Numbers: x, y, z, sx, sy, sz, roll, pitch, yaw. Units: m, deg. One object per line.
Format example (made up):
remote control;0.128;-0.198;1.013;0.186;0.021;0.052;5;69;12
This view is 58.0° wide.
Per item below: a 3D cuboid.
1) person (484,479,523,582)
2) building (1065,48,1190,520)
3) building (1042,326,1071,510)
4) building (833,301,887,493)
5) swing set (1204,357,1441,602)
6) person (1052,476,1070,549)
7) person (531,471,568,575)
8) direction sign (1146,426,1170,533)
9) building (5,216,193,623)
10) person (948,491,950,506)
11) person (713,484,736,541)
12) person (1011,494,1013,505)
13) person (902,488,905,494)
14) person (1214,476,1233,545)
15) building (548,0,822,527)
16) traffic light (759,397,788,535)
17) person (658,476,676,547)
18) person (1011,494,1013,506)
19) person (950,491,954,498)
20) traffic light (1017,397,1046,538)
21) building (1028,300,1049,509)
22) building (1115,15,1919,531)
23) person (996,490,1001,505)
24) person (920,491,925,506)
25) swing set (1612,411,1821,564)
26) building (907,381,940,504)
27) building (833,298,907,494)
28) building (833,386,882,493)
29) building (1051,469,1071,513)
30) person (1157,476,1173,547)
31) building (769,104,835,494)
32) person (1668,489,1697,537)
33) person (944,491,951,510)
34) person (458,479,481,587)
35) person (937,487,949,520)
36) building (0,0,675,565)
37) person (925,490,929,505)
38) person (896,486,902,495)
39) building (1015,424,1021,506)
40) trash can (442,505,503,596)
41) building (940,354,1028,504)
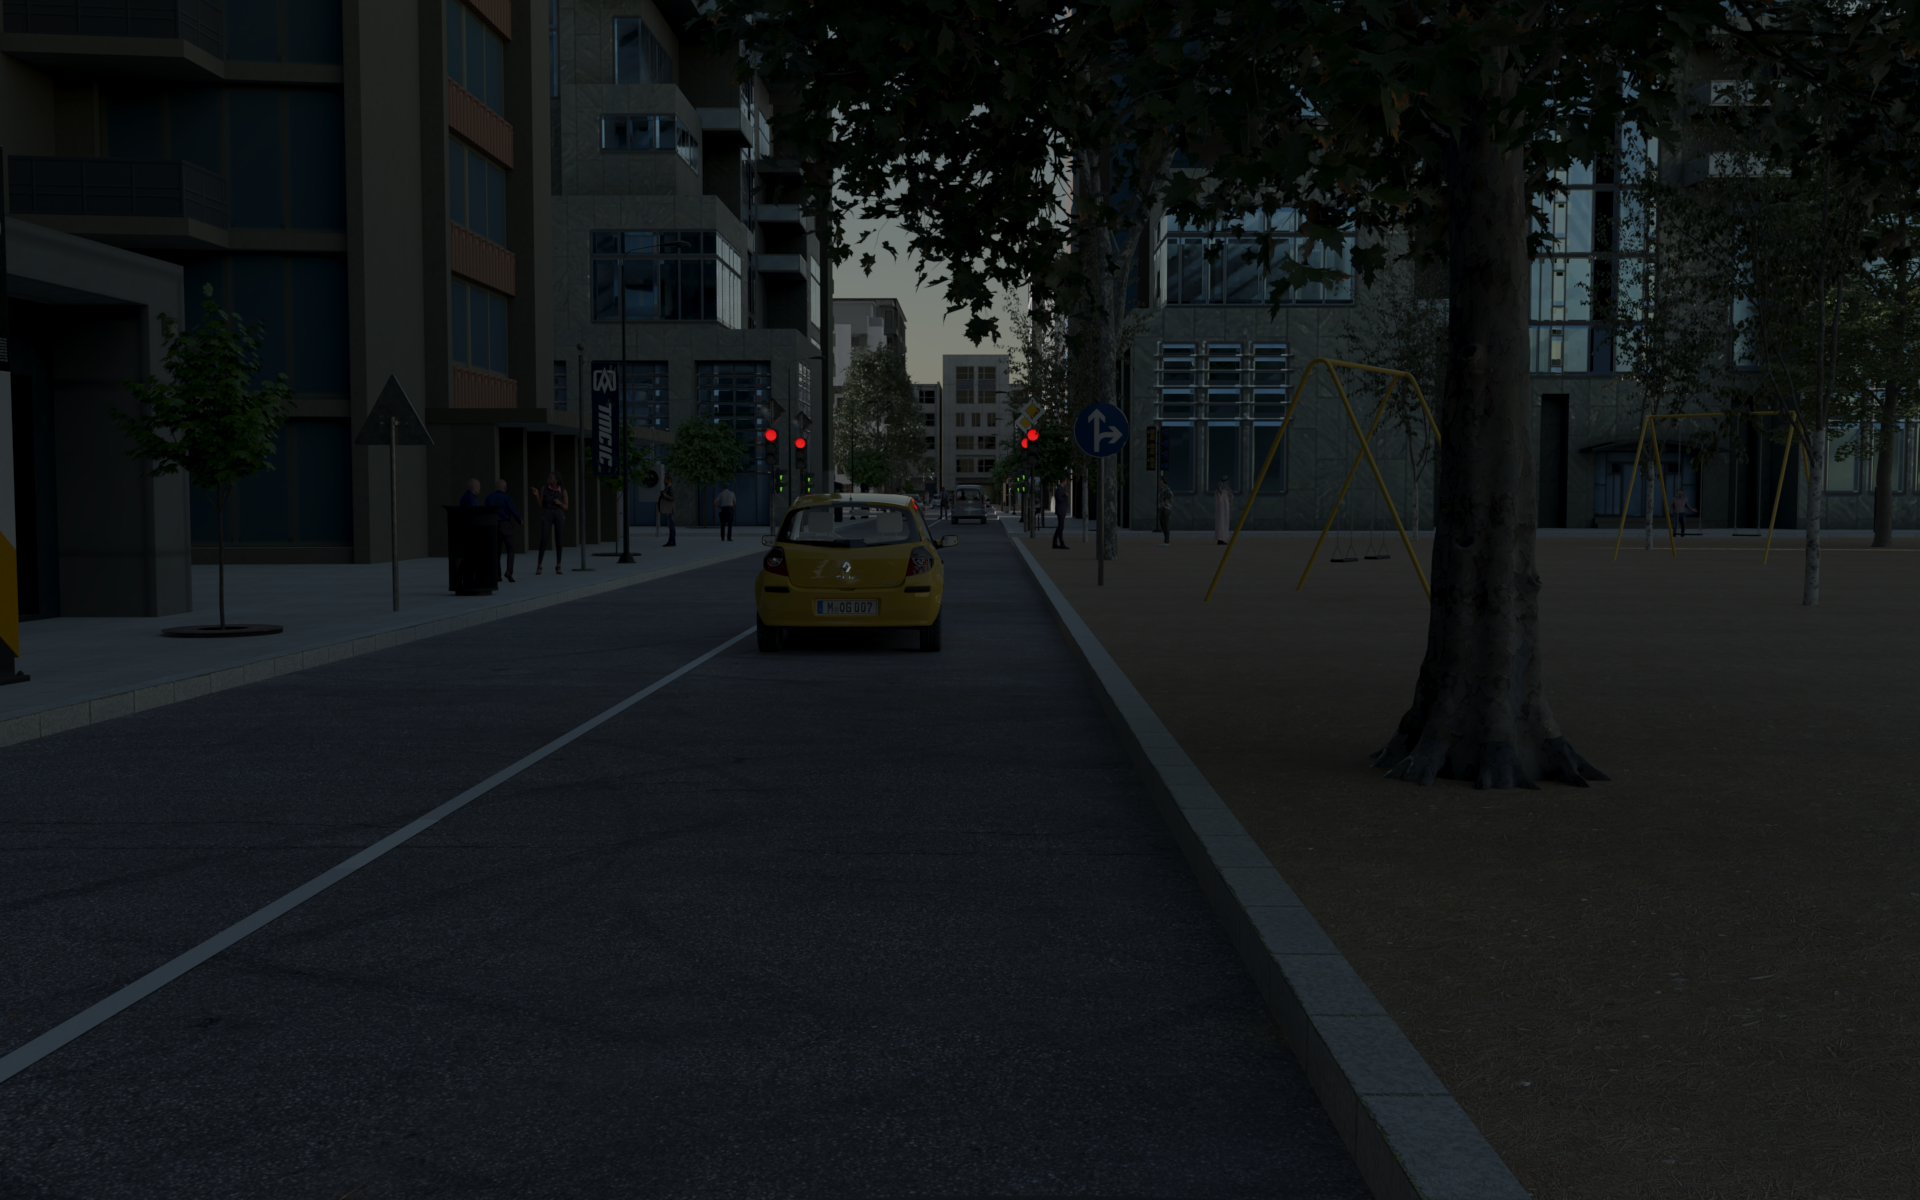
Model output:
person;-6.633;-1.017;25.364;0.574;1.496;0.600;2;4;32
building;12.736;-26.896;89.858;14.600;45.320;14.200;0;4;1
building;14.757;-17.410;141.069;16.016;20.091;11.380;0;4;1
building;-15.059;-19.060;168.042;16.016;20.091;11.380;0;4;1
swing set;4.958;-1.439;21.151;2.862;2.851;3.119;2;4;34
person;2.356;-2.040;40.319;0.530;1.710;0.541;1;4;21
person;-6.513;-1.226;27.559;0.415;1.643;0.593;3;4;37
direction sign;6.583;-4.016;57.665;0.876;3.537;0.379;3;4;38
building;-18.605;-35.108;12.274;20.563;71.187;20.611;0;4;1
person;-1.307;-11.749;201.257;0.621;1.740;0.551;-1;4;-15
person;-6.427;-2.391;47.347;0.614;1.554;0.590;0;4;-6
person;4.230;-8.604;147.443;0.721;1.736;1.217;-3;4;-38
person;-5.084;-9.042;153.891;0.705;1.823;1.348;-2;4;-25
person;6.670;-2.269;43.805;0.551;1.740;0.621;3;4;36
building;-17.317;-46.985;80.882;22.319;86.520;31.000;0;4;1
traffic light;-5.435;-3.756;50.333;0.839;4.253;0.868;0;4;1
person;-7.145;-2.162;42.213;0.431;1.722;0.655;0;4;-8
person;5.679;-11.041;186.577;0.705;1.822;1.348;0;4;2
person;-0.627;-9.834;169.969;0.721;1.739;1.217;3;5;44
traffic light;2.086;-3.751;50.243;0.839;4.253;0.868;0;4;1
building;20.242;-19.517;163.083;27.936;21.610;32.646;0;4;1
building;21.654;-46.245;68.771;31.000;86.520;22.319;0;4;1
person;4.609;-11.628;196.685;1.217;1.766;0.721;1;4;12
person;-3.058;-8.122;142.766;0.415;1.643;0.593;0;4;0
swing set;14.601;-2.201;33.614;2.862;2.851;3.119;-3;5;-45
building;-18.231;-22.113;228.009;31.486;18.905;16.747;0;4;1
building;-22.677;-21.449;194.662;32.646;21.610;27.936;0;4;1
building;-11.079;-12.608;148.293;9.099;9.664;28.070;0;4;1
building;22.797;-26.228;120.714;32.217;40.220;23.993;0;4;1
person;5.032;-2.181;42.424;0.376;1.734;0.841;0;4;7
building;-15.825;-20.879;113.072;14.160;30.474;14.107;0;4;1
person;21.631;-2.547;52.095;0.963;1.587;0.435;0;4;3
person;-1.291;-9.143;158.705;1.217;1.735;0.721;0;4;0
person;-6.701;-0.930;23.948;0.600;1.496;0.574;0;4;-4
person;-0.974;-5.408;96.788;0.709;1.838;0.599;1;4;20
building;-22.656;-23.406;37.309;28.867;44.769;22.147;0;4;1
person;-3.807;-11.753;198.866;0.551;1.740;0.621;-3;4;-38
person;-2.476;-3.645;68.817;0.376;1.734;0.841;1;4;21
building;10.922;-15.401;193.947;9.099;9.664;28.070;0;4;1
trash can;-6.175;-0.630;21.959;0.748;1.137;0.748;0;3;0
building;13.661;-22.079;227.443;31.486;18.905;16.747;0;4;1
